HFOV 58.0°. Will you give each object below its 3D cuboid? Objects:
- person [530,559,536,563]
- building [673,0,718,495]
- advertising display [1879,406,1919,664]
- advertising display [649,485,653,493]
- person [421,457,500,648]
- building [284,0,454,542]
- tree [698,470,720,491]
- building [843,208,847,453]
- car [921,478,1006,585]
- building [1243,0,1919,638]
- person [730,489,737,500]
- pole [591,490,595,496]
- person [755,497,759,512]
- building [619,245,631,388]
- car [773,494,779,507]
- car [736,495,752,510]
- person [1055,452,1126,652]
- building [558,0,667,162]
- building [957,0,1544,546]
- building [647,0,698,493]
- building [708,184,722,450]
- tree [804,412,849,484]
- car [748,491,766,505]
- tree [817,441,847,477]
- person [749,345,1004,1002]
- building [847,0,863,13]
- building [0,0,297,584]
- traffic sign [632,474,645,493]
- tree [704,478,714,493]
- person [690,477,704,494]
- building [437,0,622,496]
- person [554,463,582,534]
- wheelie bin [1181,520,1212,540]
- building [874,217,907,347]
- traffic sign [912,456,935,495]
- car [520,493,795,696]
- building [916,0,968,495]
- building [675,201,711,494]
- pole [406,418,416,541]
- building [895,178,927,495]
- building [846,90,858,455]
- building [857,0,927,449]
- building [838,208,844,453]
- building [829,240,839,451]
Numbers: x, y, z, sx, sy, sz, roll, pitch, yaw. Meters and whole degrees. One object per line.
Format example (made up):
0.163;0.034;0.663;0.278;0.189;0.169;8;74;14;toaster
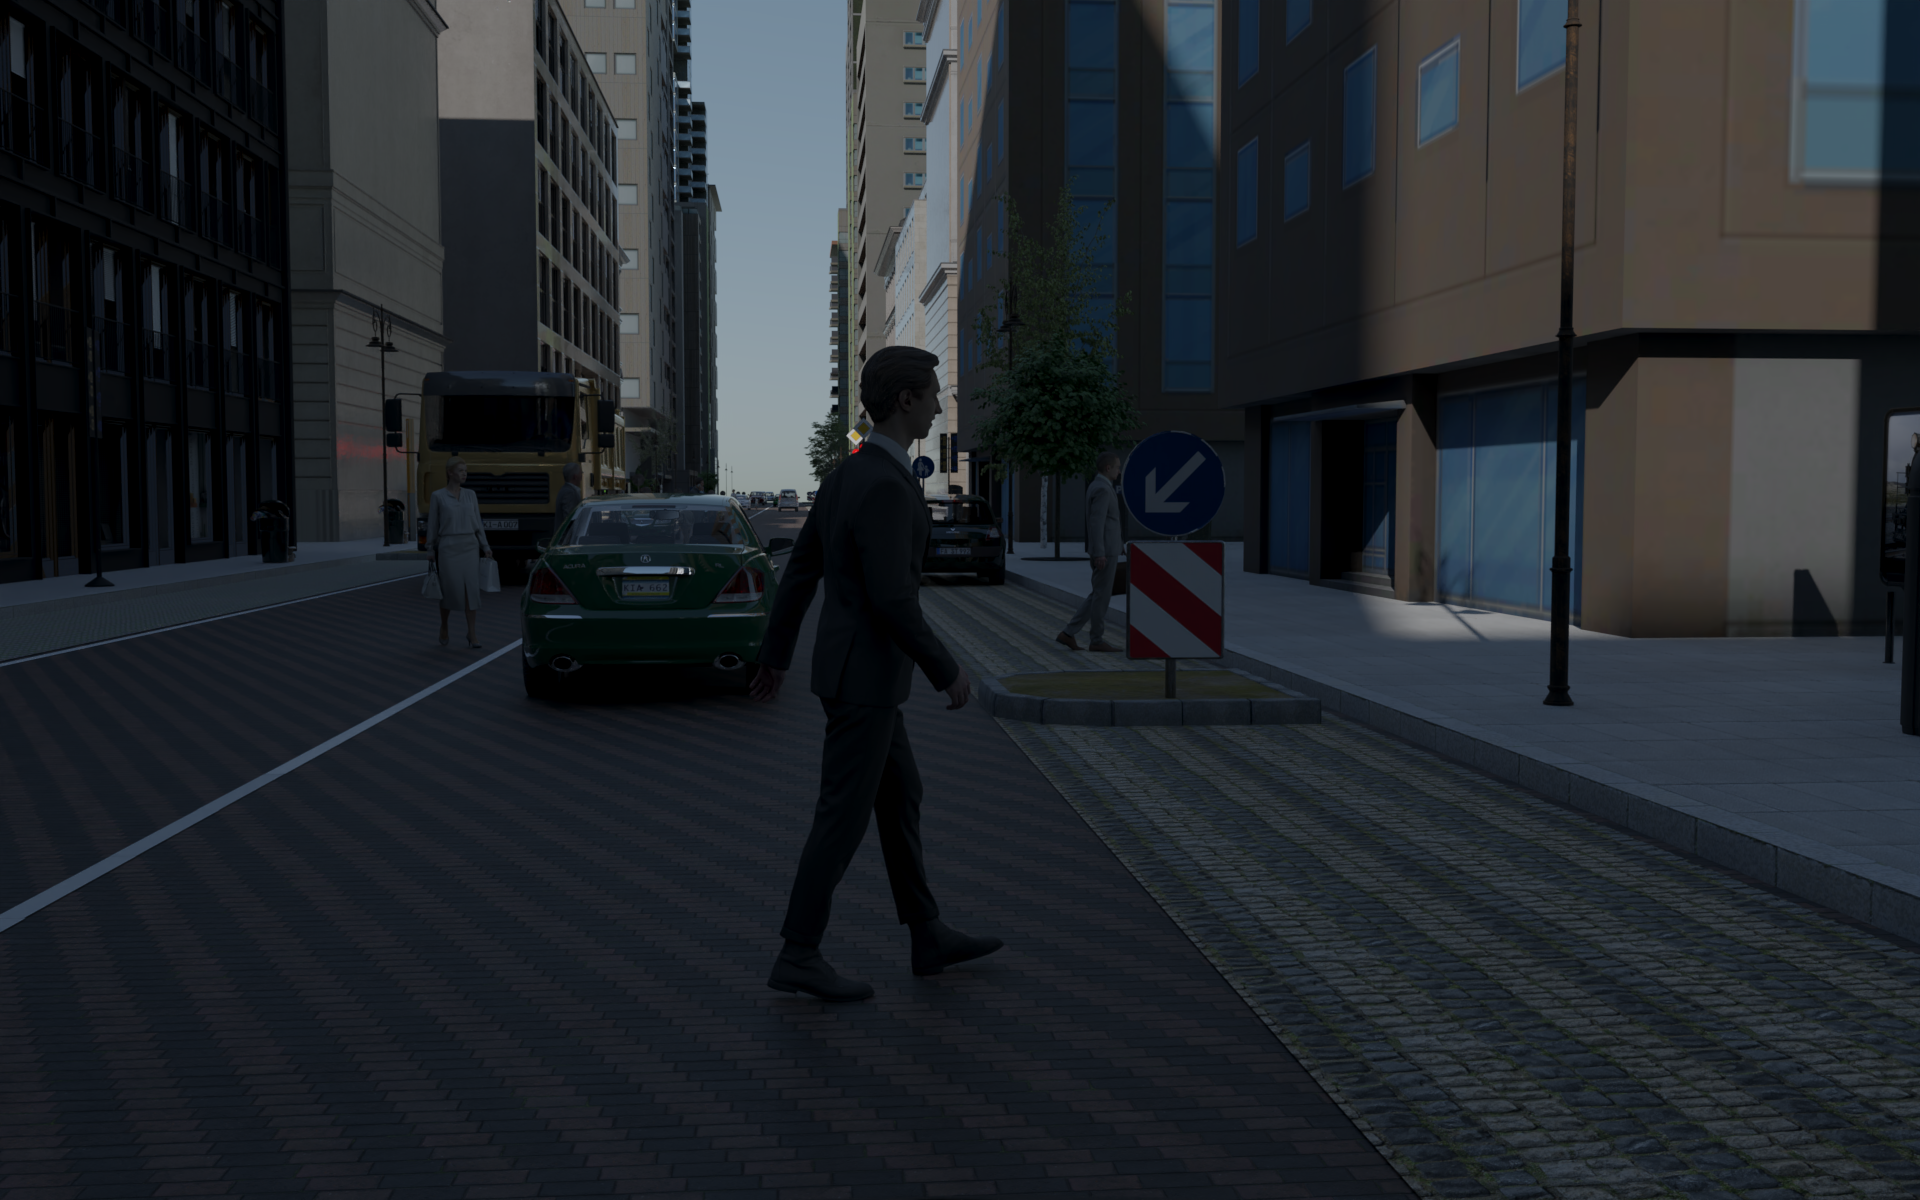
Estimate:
-9.004;-1.642;35.768;0.576;1.772;0.534;0;4;-3;person
-47.141;-57.712;256.255;22.319;86.520;31.000;0;4;-5;building
7.095;-0.455;12.659;0.123;1.923;0.974;0;4;-7;advertising display
-20.919;-6.836;116.974;0.123;1.923;0.974;-2;4;-24;advertising display
-4.704;-0.455;16.290;0.694;1.780;0.624;-1;4;-20;person
-31.456;-13.346;51.486;30.059;22.955;16.112;0;4;-5;building
-32.364;-14.548;221.570;4.285;4.588;4.351;0;3;0;tree
-5.482;-31.205;193.793;14.154;41.232;14.086;0;4;-5;building
-0.239;-1.143;28.480;2.009;1.686;4.222;0;4;-4;car
11.853;-22.702;21.293;14.600;45.320;14.200;0;4;-5;building
-16.675;-7.277;127.698;0.478;1.798;0.641;2;4;30;person
-18.530;-5.723;87.407;0.158;3.312;0.155;0;3;0;pole
-16.070;-7.575;137.373;0.382;1.210;0.505;-2;4;-24;person
-28.529;-17.015;114.346;11.583;22.565;21.152;0;4;-5;building
-20.053;-11.358;194.497;1.959;1.807;4.718;0;4;-4;car
-19.990;-8.885;157.631;2.083;1.381;4.827;0;4;-7;car
1.301;-0.429;15.634;0.853;1.813;0.709;0;4;-4;person
-40.872;-34.752;157.426;28.713;52.752;27.495;0;4;-5;building
7.447;-24.561;51.691;14.600;45.320;14.200;0;4;-5;building
-38.291;-45.442;181.227;20.563;71.187;20.611;0;4;-5;building
-54.033;-42.613;285.954;28.713;52.752;27.495;0;4;-5;building
-17.652;-19.600;238.589;7.486;12.596;7.792;0;3;0;tree
-25.773;-12.894;219.496;2.281;1.827;5.304;0;4;-6;car
-16.905;-17.219;231.896;4.360;8.622;3.978;0;3;0;tree
-0.197;0.200;5.000;0.755;1.850;0.659;-1;4;-17;person
-5.299;-47.252;210.828;20.563;71.187;20.611;0;4;-5;building
-20.264;-12.238;29.762;12.332;23.373;15.834;0;4;-5;building
-19.993;-6.579;107.667;0.768;2.556;0.104;0;4;-5;traffic sign
-30.106;-13.143;209.487;1.663;3.219;1.824;0;3;0;tree
-6.327;-2.086;42.418;0.447;1.846;0.655;1;4;14;person
-28.453;-17.247;86.510;19.350;26.468;34.151;0;4;-5;building
-4.236;-0.628;19.162;0.834;1.777;0.661;-2;4;-28;person
5.465;-1.981;40.296;0.980;1.594;0.693;-1;4;-13;wheelie bin
-0.964;-16.883;126.941;10.553;20.767;40.483;0;4;-5;building
-1.213;-3.503;57.385;0.768;2.556;0.104;0;4;4;traffic sign
-2.367;-0.124;13.820;2.131;1.459;4.920;0;4;-7;car
8.501;-17.954;79.456;20.117;28.700;13.634;0;4;-5;building
-41.459;-33.754;235.473;14.154;41.232;14.086;0;4;-5;building
-14.849;-3.241;46.833;0.158;3.312;0.155;0;3;0;pole
2.014;-14.908;98.491;10.420;20.320;16.860;0;4;-5;building
-4.190;-30.317;179.273;14.154;41.232;14.086;0;4;-5;building
1.473;-32.905;161.700;21.300;48.544;21.600;0;4;-5;building
-10.594;-34.637;249.902;14.154;41.232;14.086;0;4;-5;building
-10.832;-38.982;291.972;22.147;44.769;28.867;0;4;-5;building
